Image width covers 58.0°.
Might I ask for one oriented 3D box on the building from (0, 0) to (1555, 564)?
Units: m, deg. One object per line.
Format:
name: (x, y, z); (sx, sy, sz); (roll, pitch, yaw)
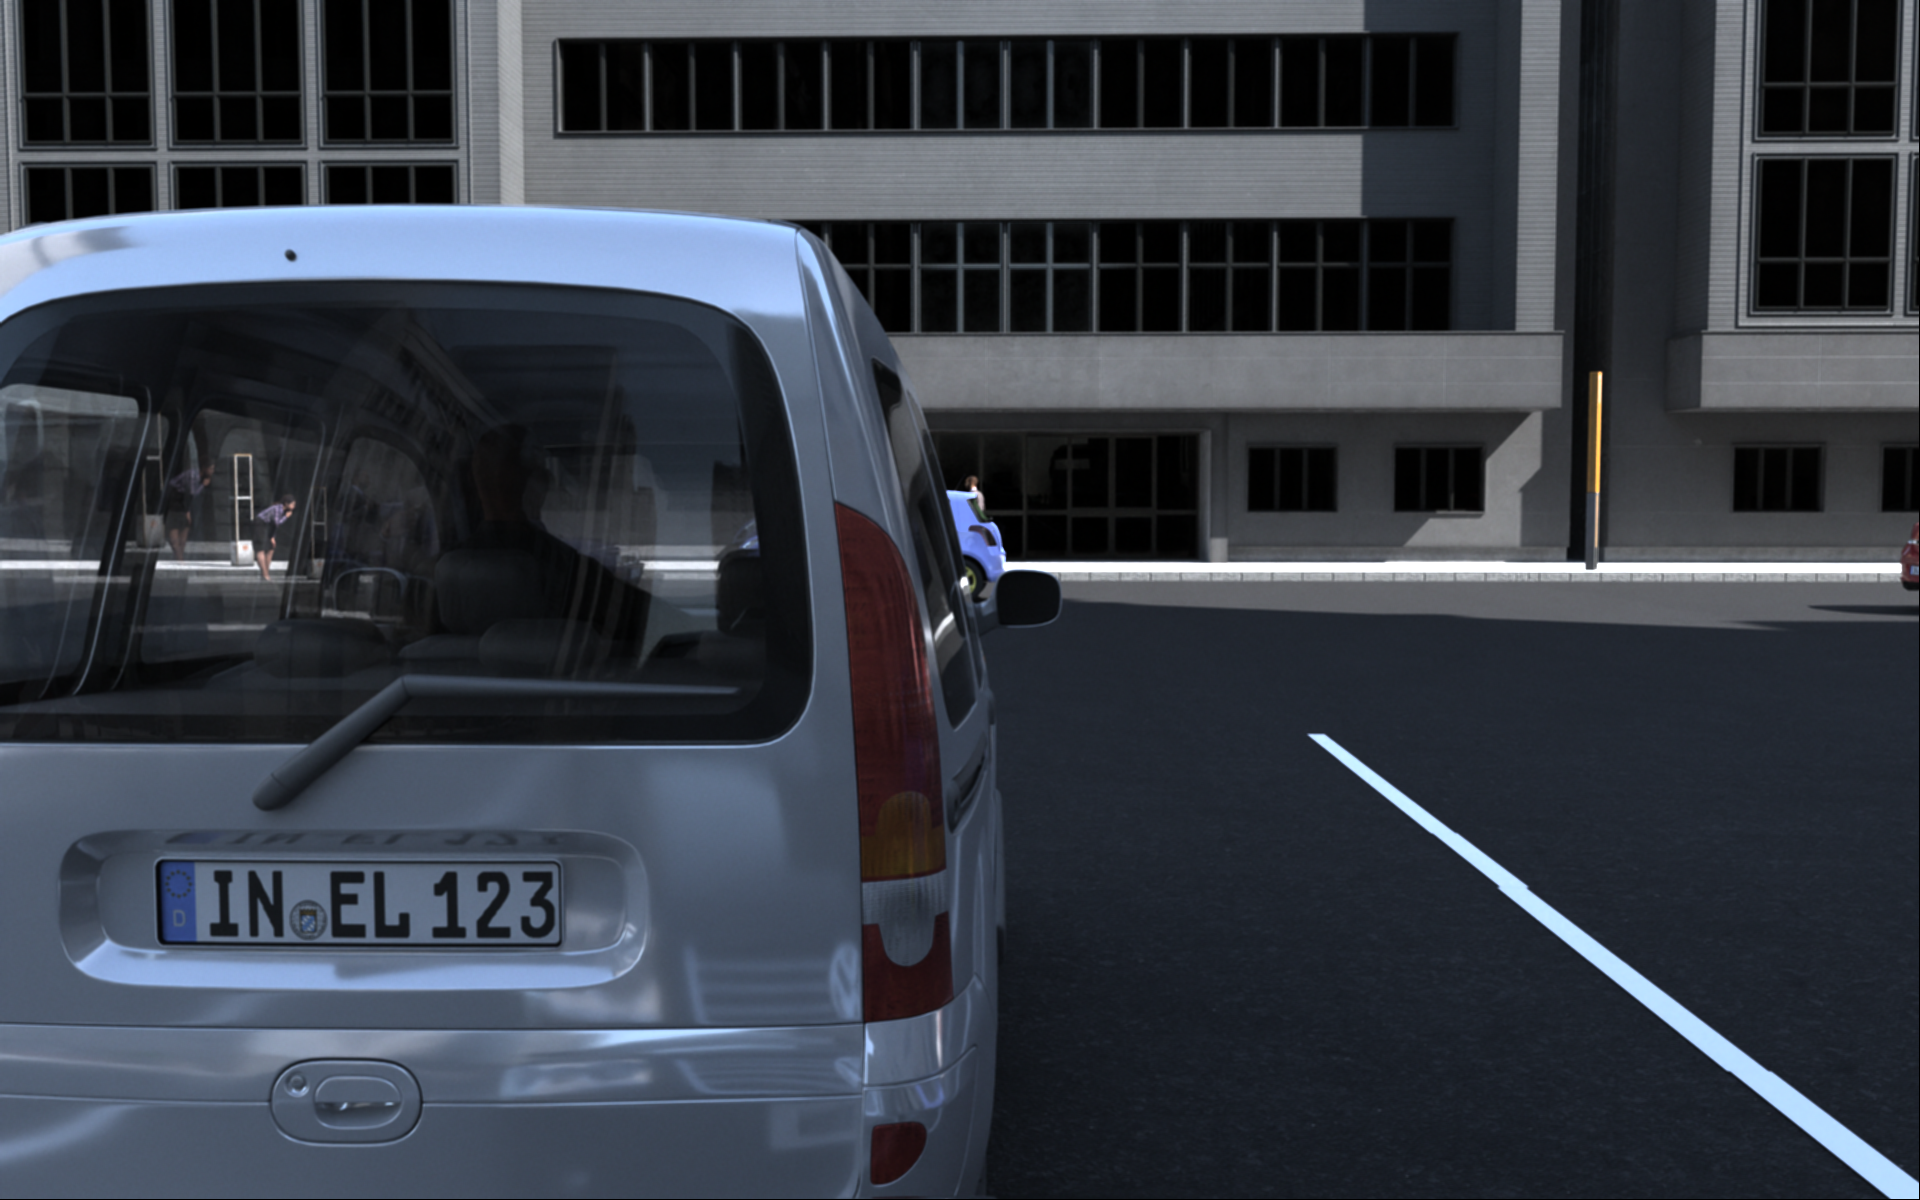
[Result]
building: (-3.491, -13.340, 37.182); (30.058, 24.678, 14.314); (0, 4, 1)

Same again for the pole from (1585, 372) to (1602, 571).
pole: (10.613, -2.151, 29.015); (0.158, 3.312, 0.155); (0, 3, 0)

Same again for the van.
van: (-0.738, 0.172, 4.193); (2.013, 2.044, 4.112); (0, 4, 1)

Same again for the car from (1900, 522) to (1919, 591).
car: (13.769, -0.713, 20.702); (4.494, 1.783, 2.155); (0, 4, 3)

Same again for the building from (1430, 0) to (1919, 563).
building: (27.030, -13.293, 36.404); (30.058, 24.678, 14.314); (0, 4, 1)

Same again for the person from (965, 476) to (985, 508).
person: (0.159, -1.140, 27.967); (0.431, 1.722, 0.655); (2, 4, 25)

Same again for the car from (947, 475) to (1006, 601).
car: (-1.228, -0.846, 23.429); (3.694, 1.707, 1.945); (0, 4, 3)
